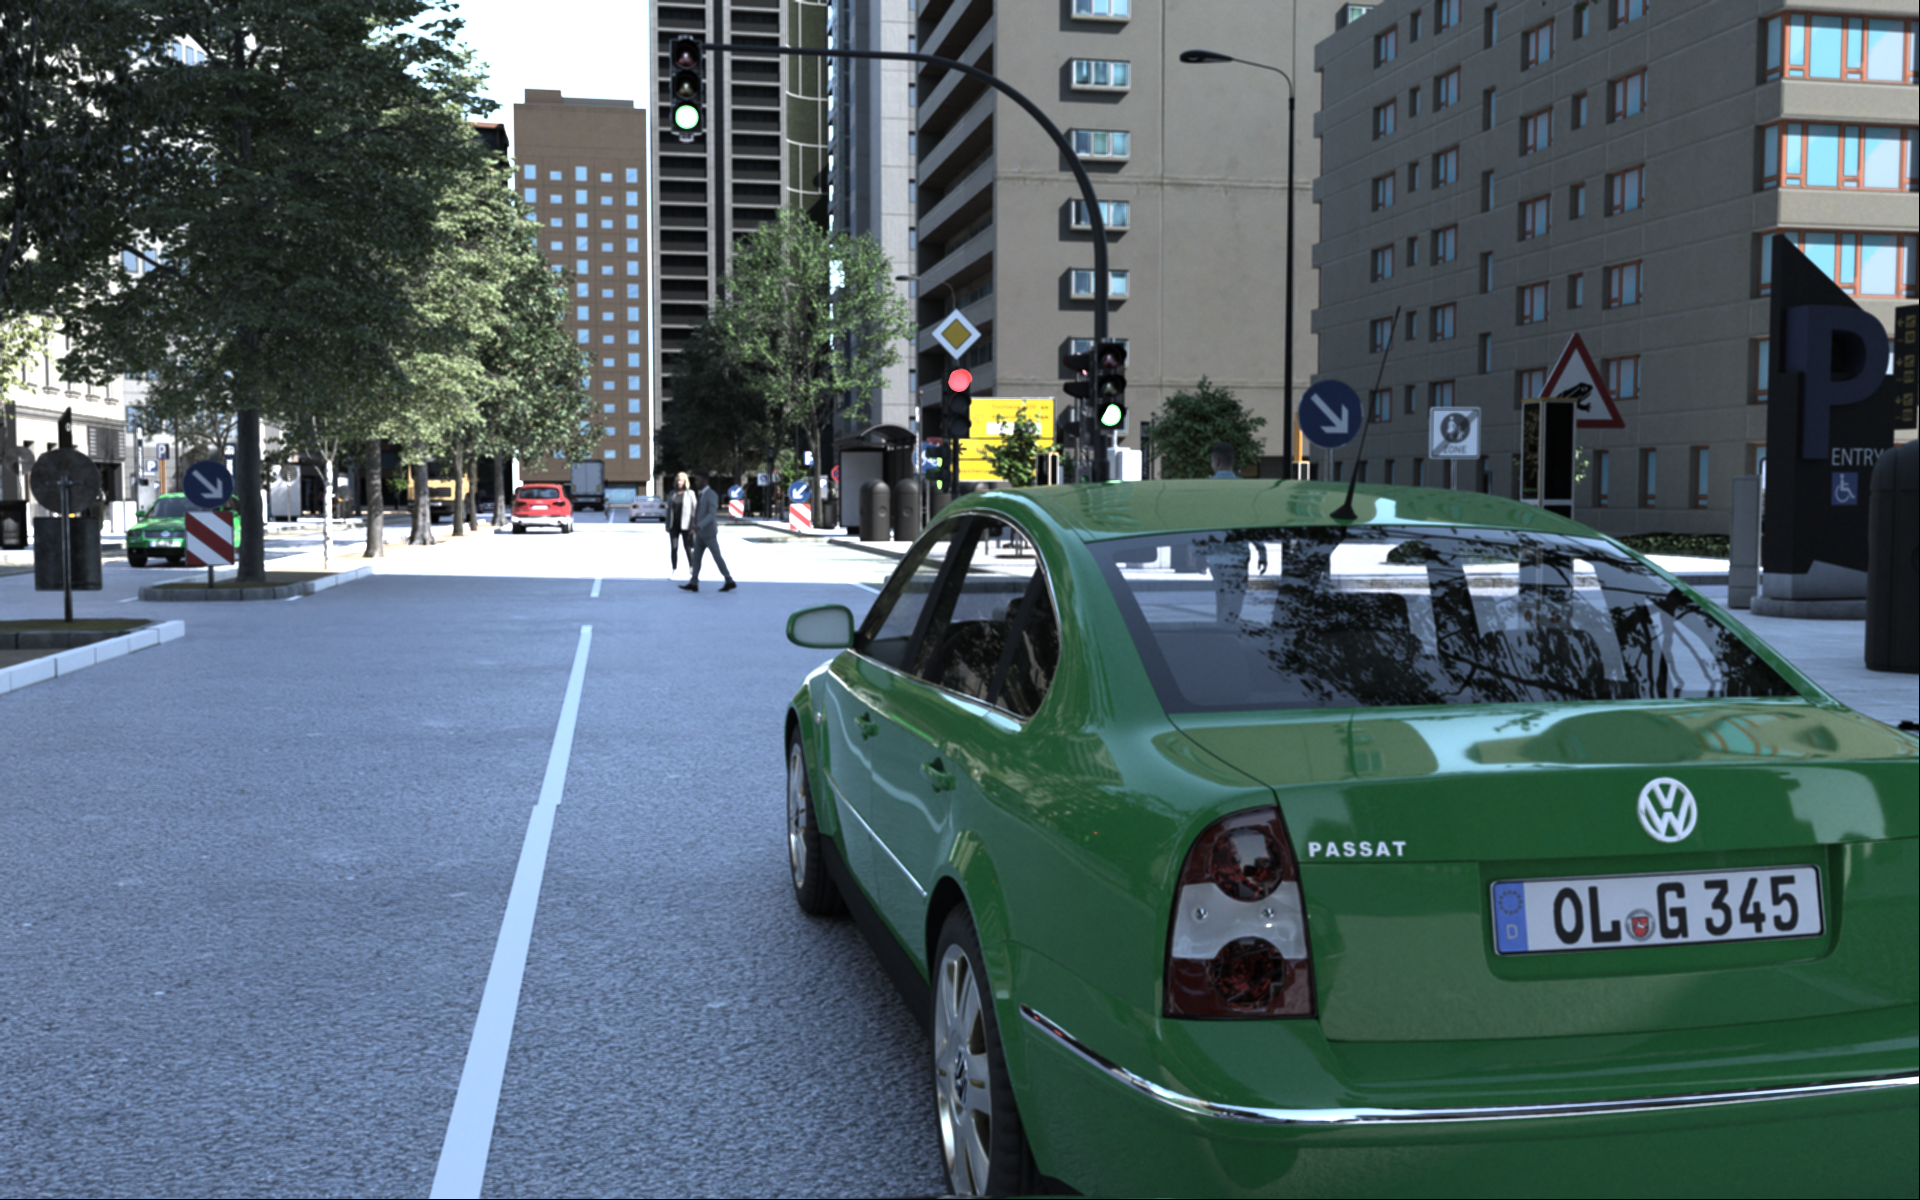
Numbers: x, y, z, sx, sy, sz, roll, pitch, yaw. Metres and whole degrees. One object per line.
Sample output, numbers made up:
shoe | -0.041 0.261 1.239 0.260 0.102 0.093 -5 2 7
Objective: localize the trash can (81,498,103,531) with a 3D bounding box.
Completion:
trash can | -28.887 -2.809 57.572 0.748 1.137 0.748 0 3 0

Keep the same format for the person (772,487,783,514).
person | -11.489 -6.330 110.053 0.721 1.766 1.217 3 5 44

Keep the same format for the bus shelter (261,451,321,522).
bus shelter | -31.929 -5.451 83.045 2.014 3.302 5.546 -1 4 -11

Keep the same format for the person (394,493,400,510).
person | -46.101 -8.301 141.753 0.705 1.826 1.348 -2 4 -28

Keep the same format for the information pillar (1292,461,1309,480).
information pillar | 7.675 -2.121 39.170 0.304 2.012 0.304 -2 4 -31

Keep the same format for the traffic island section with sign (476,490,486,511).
traffic island section with sign | -41.338 -8.644 149.954 1.989 1.847 2.006 -1 4 -11

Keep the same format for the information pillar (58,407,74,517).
information pillar | -23.860 -3.358 46.259 0.183 3.616 0.504 0 4 5

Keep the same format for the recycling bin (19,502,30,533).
recycling bin | -31.193 -2.733 57.242 0.722 1.027 0.722 -2 4 -25

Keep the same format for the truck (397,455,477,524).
truck | -25.550 -5.483 85.576 3.469 3.379 9.791 -1 4 -11

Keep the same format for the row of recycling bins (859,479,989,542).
row of recycling bins | -0.943 -2.427 46.801 3.534 1.692 1.069 -1 4 -12

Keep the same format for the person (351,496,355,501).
person | -49.566 -8.037 140.665 0.599 1.433 0.991 3 5 42

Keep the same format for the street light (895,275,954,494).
street light | -0.679 -3.939 36.944 1.470 5.913 1.316 -1 4 -11

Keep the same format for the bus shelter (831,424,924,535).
bus shelter | -2.570 -3.581 52.470 2.014 3.302 5.546 -1 4 -11

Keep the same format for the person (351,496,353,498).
person | -42.321 -6.877 119.003 1.217 1.766 0.721 -1 4 -21

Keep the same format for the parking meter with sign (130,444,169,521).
parking meter with sign | -27.916 -3.844 59.109 0.543 3.016 1.738 2 4 31

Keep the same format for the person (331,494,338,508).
person | -45.657 -7.172 126.489 0.628 1.438 0.799 -2 4 -30

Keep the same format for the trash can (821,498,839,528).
trash can | -4.878 -3.249 64.780 0.748 1.137 0.748 0 3 0

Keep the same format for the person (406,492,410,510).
person | -43.404 -7.931 136.260 0.434 1.755 0.990 0 4 5

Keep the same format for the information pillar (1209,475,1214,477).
information pillar | 7.472 -3.700 51.854 0.183 3.616 0.504 -2 4 -34

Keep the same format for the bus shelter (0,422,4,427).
bus shelter | -21.635 -2.547 35.562 2.014 3.302 5.546 -1 4 -11

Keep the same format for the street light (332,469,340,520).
street light | -30.663 -6.973 86.557 1.470 5.913 1.316 -1 4 -11

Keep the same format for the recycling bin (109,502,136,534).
recycling bin | -27.135 -2.668 56.181 0.722 1.027 0.722 -2 4 -34

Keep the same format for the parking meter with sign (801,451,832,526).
parking meter with sign | -5.716 -4.526 70.253 0.543 3.016 1.738 -2 4 -32

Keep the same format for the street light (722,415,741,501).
street light | -13.303 -7.812 100.275 1.470 5.913 1.316 -1 4 -11

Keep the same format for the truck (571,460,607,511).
truck | -31.386 -9.636 146.459 2.839 4.237 11.283 -1 4 -10

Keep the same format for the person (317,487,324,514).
person | -42.180 -6.570 114.141 0.721 1.739 1.217 0 4 -5

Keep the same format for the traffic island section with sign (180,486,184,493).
traffic island section with sign | -21.032 -2.368 47.349 1.989 1.847 2.006 -1 4 -11

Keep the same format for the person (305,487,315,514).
person | -41.905 -6.417 111.680 0.721 1.735 1.217 0 4 2

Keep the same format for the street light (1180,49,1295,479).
street light | 2.978 -2.803 18.378 1.470 5.913 1.316 -1 4 -11

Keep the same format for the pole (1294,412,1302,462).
pole | 8.410 -3.016 43.153 0.158 3.312 0.155 0 3 0

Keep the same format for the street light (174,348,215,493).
street light | -24.308 -5.044 55.006 1.470 5.913 1.316 -1 4 -11

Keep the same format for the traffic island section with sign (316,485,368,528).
traffic island section with sign | -26.296 -3.995 73.954 1.989 1.847 2.006 -1 4 -11

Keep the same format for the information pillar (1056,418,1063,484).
information pillar | 2.881 -3.666 51.292 0.183 3.616 0.504 -2 4 -32

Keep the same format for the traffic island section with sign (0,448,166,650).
traffic island section with sign | -8.842 -0.528 16.773 2.006 1.907 1.989 -1 4 -11

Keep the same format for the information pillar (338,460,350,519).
information pillar | -31.471 -5.936 88.413 0.504 3.616 0.183 -2 4 -23

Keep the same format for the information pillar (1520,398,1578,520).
information pillar | 4.536 -0.544 13.389 0.304 2.012 0.304 -1 4 -12

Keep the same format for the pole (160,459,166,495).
pole | -35.377 -5.078 76.872 0.158 3.312 0.155 0 3 0

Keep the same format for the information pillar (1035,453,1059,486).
information pillar | 1.549 -1.616 30.909 0.304 2.012 0.304 2 4 34

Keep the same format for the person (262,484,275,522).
person | -31.594 -4.412 79.016 0.643 1.720 0.563 -2 4 -30

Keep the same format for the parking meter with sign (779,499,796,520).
parking meter with sign | -7.940 -5.363 83.941 1.738 3.016 0.543 1 4 22

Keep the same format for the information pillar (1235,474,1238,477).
information pillar | 9.441 -3.400 60.077 0.304 2.012 0.304 -2 4 -30

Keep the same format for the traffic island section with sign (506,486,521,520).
traffic island section with sign | -24.869 -5.481 97.754 2.006 1.907 1.989 -1 4 -11

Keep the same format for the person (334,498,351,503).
person | -36.684 -5.734 103.055 1.065 1.426 0.557 0 4 -6

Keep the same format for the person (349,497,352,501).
person | -42.430 -6.881 120.014 0.593 1.643 0.415 0 4 5

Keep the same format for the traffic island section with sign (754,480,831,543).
traffic island section with sign | -4.893 -2.585 50.893 1.989 1.847 2.006 -1 4 -11

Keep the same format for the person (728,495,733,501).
person | -20.679 -9.201 156.343 0.599 1.838 0.709 3 5 42

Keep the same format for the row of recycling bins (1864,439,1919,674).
row of recycling bins | 8.197 -0.377 13.269 3.534 1.692 1.069 -2 4 -30

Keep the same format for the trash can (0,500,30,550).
trash can | -21.944 -1.741 40.115 0.748 1.137 0.748 0 3 0

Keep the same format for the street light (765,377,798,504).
street light | -7.020 -5.879 68.659 1.470 5.913 1.316 -1 4 -11

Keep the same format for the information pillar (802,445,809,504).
information pillar | -7.297 -5.530 81.773 0.504 3.616 0.183 3 5 44

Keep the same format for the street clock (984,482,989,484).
street clock | 0.905 -3.707 65.173 0.358 2.002 0.471 1 4 19

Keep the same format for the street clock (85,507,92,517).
street clock | -27.470 -3.058 54.574 0.471 2.002 0.358 -1 4 -11

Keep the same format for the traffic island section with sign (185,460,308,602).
traffic island section with sign | -10.271 -0.973 24.042 2.006 1.907 1.989 -1 4 -11

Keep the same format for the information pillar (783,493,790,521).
information pillar | -8.146 -4.707 81.453 0.304 2.012 0.304 0 4 -1

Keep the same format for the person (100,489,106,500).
person | -32.313 -3.582 64.595 0.794 1.824 0.713 -2 4 -35

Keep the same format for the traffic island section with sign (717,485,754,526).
traffic island section with sign | -10.218 -4.232 77.828 1.989 1.847 2.006 -1 4 -11

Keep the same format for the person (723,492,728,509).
person | -20.470 -8.680 151.201 0.421 1.427 0.697 -1 4 -22
